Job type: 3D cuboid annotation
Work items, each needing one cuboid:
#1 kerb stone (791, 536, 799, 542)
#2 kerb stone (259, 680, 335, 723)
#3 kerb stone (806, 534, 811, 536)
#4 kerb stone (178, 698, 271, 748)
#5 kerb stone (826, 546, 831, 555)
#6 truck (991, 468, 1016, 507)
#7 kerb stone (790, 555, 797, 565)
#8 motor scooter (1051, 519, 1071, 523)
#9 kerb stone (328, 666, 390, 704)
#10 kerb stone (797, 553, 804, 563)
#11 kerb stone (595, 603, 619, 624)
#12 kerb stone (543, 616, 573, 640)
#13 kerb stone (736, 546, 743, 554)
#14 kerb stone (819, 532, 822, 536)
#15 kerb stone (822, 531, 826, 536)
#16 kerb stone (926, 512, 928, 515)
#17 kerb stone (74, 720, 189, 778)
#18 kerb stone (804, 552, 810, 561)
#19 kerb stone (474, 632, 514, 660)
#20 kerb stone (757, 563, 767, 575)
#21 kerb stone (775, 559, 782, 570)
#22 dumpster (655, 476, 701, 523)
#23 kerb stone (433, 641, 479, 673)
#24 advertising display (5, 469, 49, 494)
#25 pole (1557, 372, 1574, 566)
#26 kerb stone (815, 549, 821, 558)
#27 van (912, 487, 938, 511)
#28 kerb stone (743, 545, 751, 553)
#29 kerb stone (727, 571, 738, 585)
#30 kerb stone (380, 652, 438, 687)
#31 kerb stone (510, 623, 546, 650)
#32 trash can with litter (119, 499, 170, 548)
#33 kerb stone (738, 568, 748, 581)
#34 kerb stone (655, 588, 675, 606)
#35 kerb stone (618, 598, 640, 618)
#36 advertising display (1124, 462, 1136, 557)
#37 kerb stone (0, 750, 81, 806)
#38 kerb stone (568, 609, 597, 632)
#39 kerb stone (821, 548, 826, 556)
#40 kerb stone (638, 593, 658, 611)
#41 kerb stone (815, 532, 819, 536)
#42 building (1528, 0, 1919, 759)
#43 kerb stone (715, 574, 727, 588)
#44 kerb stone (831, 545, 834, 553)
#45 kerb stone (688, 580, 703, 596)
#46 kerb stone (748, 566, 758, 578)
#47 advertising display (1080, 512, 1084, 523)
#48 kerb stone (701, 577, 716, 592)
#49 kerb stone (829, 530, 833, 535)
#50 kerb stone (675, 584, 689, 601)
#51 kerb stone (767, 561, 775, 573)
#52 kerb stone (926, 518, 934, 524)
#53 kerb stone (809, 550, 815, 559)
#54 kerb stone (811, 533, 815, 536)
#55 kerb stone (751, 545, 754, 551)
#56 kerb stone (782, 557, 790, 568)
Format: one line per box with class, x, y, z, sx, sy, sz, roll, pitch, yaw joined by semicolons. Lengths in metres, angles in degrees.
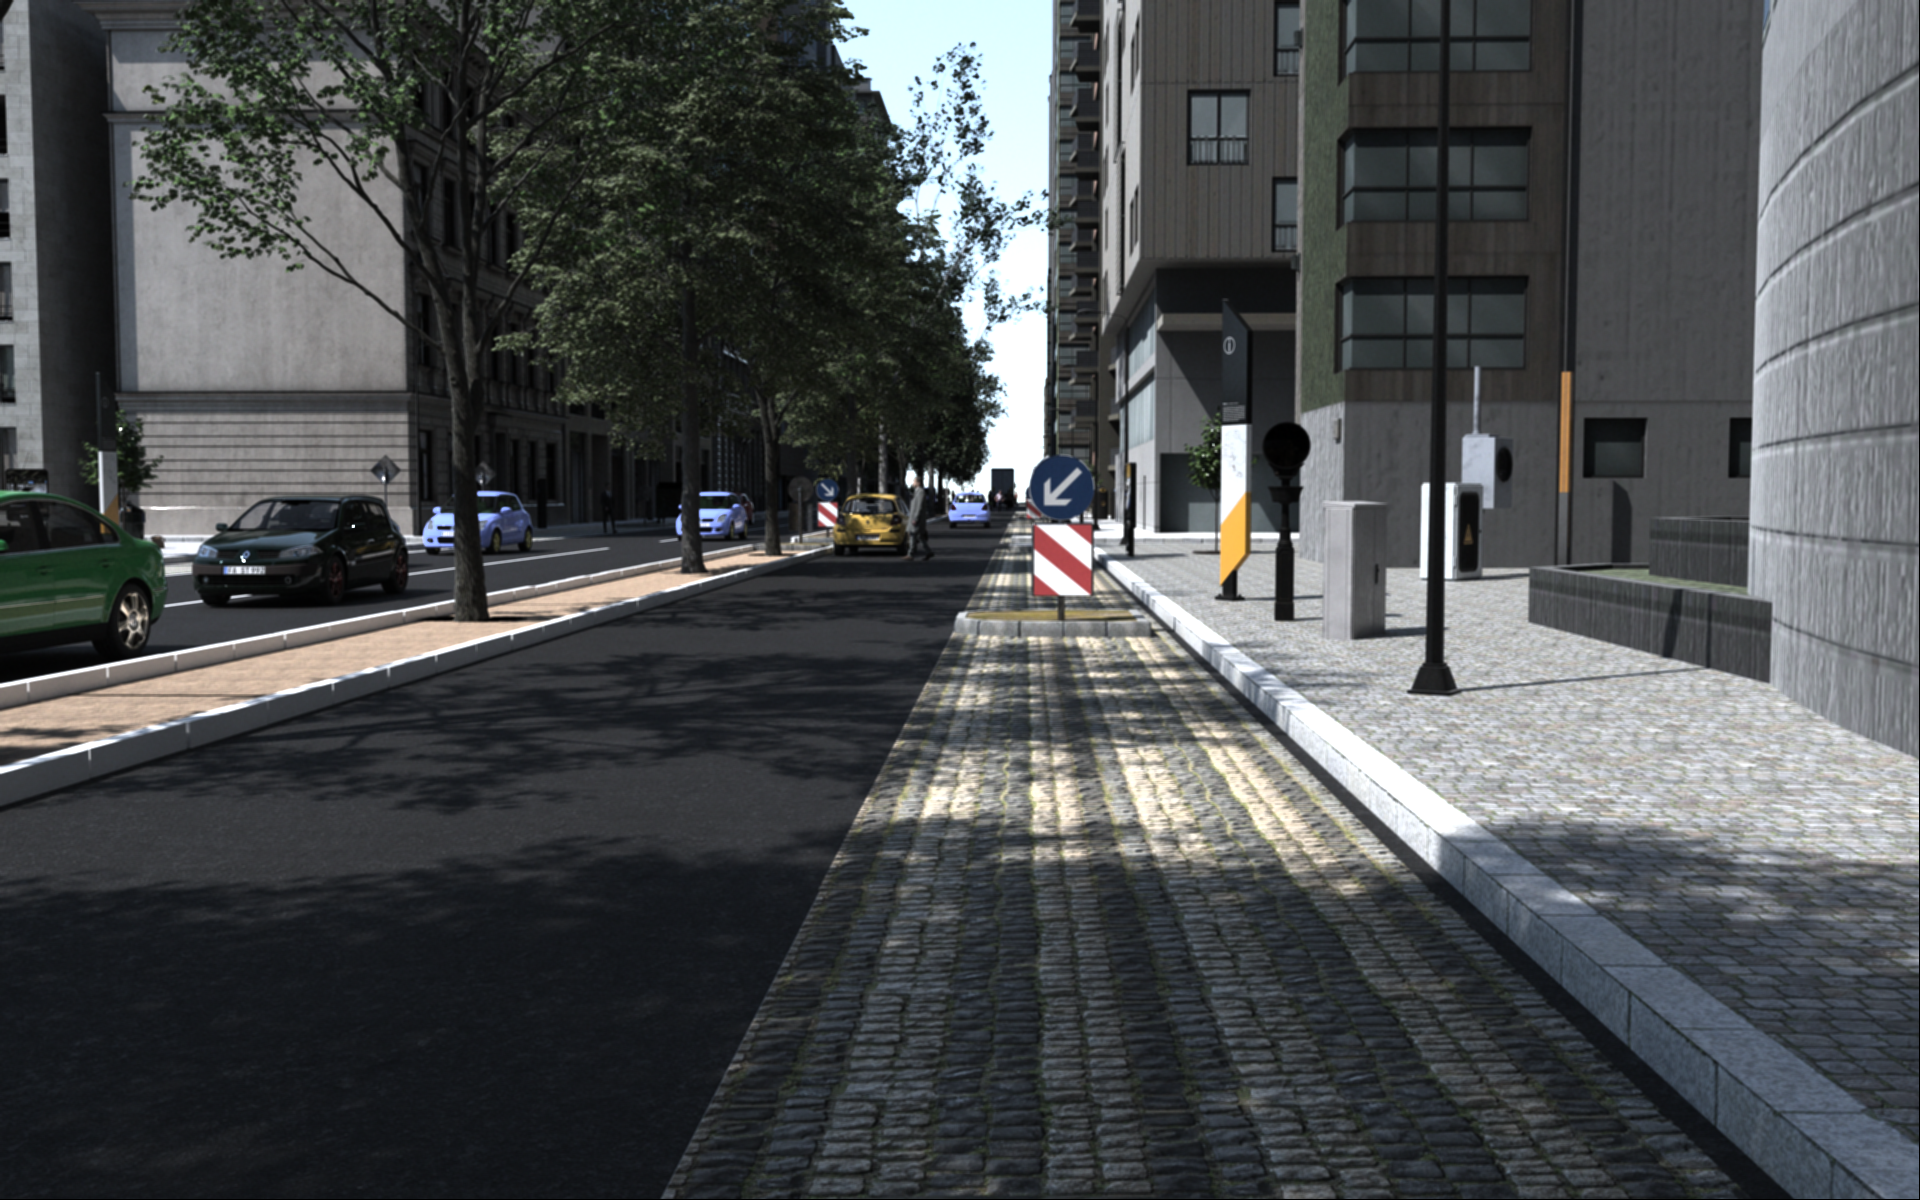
kerb stone;-4.930;-1.811;51.806;0.120;0.150;1.000;0;4;2
kerb stone;-4.344;0.668;11.276;0.120;0.150;1.000;0;4;2
kerb stone;-4.840;-1.937;53.865;0.120;0.150;1.000;0;4;2
kerb stone;-4.376;0.730;10.254;0.120;0.150;1.000;0;4;2
kerb stone;-3.226;-1.142;40.950;0.120;0.150;1.000;0;4;2
truck;4.798;-12.474;192.864;2.839;4.237;11.283;0;4;2
kerb stone;-3.459;-0.768;34.818;0.120;0.150;1.000;0;4;2
motor scooter;2.035;-1.350;34.855;0.815;1.314;1.986;0;4;3
kerb stone;-4.307;0.608;12.298;0.120;0.150;1.000;0;4;2
kerb stone;-3.414;-0.834;35.839;0.120;0.150;1.000;0;4;2
kerb stone;-4.033;0.167;19.461;0.120;0.150;1.000;0;4;2
kerb stone;-4.108;0.295;17.414;0.120;0.150;1.000;0;4;2
kerb stone;-5.331;-1.152;41.028;0.120;0.150;1.000;0;4;2
kerb stone;-4.727;-2.124;56.929;0.120;0.150;1.000;0;4;2
kerb stone;-4.688;-2.187;57.950;0.120;0.150;1.000;0;4;2
kerb stone;-2.183;-6.259;124.558;0.120;0.150;1.000;0;4;2
kerb stone;-4.423;0.793;9.230;0.120;0.150;1.000;0;4;2
kerb stone;-3.379;-0.897;36.861;0.120;0.150;1.000;0;4;2
kerb stone;-4.191;0.417;15.371;0.120;0.150;1.000;0;4;2
kerb stone;-3.602;-0.522;30.726;0.120;0.150;1.000;0;4;2
kerb stone;-3.540;-0.642;32.770;0.120;0.150;1.000;0;4;2
dumpster;-13.191;-4.654;81.045;1.985;2.255;1.502;0;4;3
kerb stone;-4.223;0.480;14.345;0.120;0.150;1.000;0;4;2
advertising display;-23.979;-2.405;44.543;0.974;1.923;0.123;-2;4;-29
pole;10.134;-2.149;28.983;0.158;3.312;0.155;0;3;0
kerb stone;-3.302;-1.022;38.906;0.120;0.150;1.000;0;4;2
van;-2.847;-8.755;147.526;2.240;2.365;5.245;0;4;2
kerb stone;-5.283;-1.215;42.059;0.120;0.150;1.000;0;4;2
kerb stone;-3.728;-0.330;27.661;0.120;0.150;1.000;0;4;2
kerb stone;-4.262;0.543;13.324;0.120;0.150;1.000;0;4;2
kerb stone;-4.143;0.358;16.392;0.120;0.150;1.000;0;4;2
trash can with litter;-19.238;-1.801;40.838;1.055;1.170;0.624;-2;4;-27
kerb stone;-3.686;-0.397;28.682;0.120;0.150;1.000;0;4;2
kerb stone;-3.910;-0.021;22.547;0.120;0.150;1.000;0;4;2
kerb stone;-3.989;0.104;20.491;0.120;0.150;1.000;0;4;2
advertising display;3.518;-1.870;35.786;0.123;1.923;0.974;0;4;-2
kerb stone;-4.455;0.856;8.207;0.120;0.150;1.000;0;4;2
kerb stone;-4.072;0.230;18.436;0.120;0.150;1.000;0;4;2
kerb stone;-3.265;-1.085;39.928;0.120;0.150;1.000;0;4;2
kerb stone;-3.952;0.046;21.520;0.120;0.150;1.000;0;4;2
kerb stone;-4.766;-2.058;55.908;0.120;0.150;1.000;0;4;2
building;14.899;-28.269;4.205;21.231;58.520;28.212;0;4;2
kerb stone;-3.768;-0.272;26.639;0.120;0.150;1.000;0;4;2
kerb stone;-3.184;-1.200;41.981;0.120;0.150;1.000;0;4;2
kerb stone;-3.842;-0.146;24.596;0.120;0.150;1.000;0;4;2
kerb stone;-3.645;-0.457;29.704;0.120;0.150;1.000;0;4;2
advertising display;4.441;-3.547;63.215;0.123;1.923;0.974;0;3;0
kerb stone;-3.800;-0.209;25.617;0.120;0.150;1.000;0;4;2
kerb stone;-4.607;-2.312;59.996;0.120;0.150;1.000;0;4;2
kerb stone;-3.879;-0.077;23.574;0.120;0.150;1.000;0;4;2
kerb stone;-3.570;-0.584;31.747;0.120;0.150;1.000;0;4;2
kerb stone;-1.512;-3.937;86.573;0.120;0.150;1.000;0;4;2
kerb stone;-3.345;-0.956;37.883;0.120;0.150;1.000;0;4;2
kerb stone;-4.808;-1.999;54.887;0.120;0.150;1.000;0;4;2
kerb stone;-5.246;-1.278;43.089;0.120;0.150;1.000;0;4;2
kerb stone;-3.488;-0.705;33.796;0.120;0.150;1.000;0;4;2
